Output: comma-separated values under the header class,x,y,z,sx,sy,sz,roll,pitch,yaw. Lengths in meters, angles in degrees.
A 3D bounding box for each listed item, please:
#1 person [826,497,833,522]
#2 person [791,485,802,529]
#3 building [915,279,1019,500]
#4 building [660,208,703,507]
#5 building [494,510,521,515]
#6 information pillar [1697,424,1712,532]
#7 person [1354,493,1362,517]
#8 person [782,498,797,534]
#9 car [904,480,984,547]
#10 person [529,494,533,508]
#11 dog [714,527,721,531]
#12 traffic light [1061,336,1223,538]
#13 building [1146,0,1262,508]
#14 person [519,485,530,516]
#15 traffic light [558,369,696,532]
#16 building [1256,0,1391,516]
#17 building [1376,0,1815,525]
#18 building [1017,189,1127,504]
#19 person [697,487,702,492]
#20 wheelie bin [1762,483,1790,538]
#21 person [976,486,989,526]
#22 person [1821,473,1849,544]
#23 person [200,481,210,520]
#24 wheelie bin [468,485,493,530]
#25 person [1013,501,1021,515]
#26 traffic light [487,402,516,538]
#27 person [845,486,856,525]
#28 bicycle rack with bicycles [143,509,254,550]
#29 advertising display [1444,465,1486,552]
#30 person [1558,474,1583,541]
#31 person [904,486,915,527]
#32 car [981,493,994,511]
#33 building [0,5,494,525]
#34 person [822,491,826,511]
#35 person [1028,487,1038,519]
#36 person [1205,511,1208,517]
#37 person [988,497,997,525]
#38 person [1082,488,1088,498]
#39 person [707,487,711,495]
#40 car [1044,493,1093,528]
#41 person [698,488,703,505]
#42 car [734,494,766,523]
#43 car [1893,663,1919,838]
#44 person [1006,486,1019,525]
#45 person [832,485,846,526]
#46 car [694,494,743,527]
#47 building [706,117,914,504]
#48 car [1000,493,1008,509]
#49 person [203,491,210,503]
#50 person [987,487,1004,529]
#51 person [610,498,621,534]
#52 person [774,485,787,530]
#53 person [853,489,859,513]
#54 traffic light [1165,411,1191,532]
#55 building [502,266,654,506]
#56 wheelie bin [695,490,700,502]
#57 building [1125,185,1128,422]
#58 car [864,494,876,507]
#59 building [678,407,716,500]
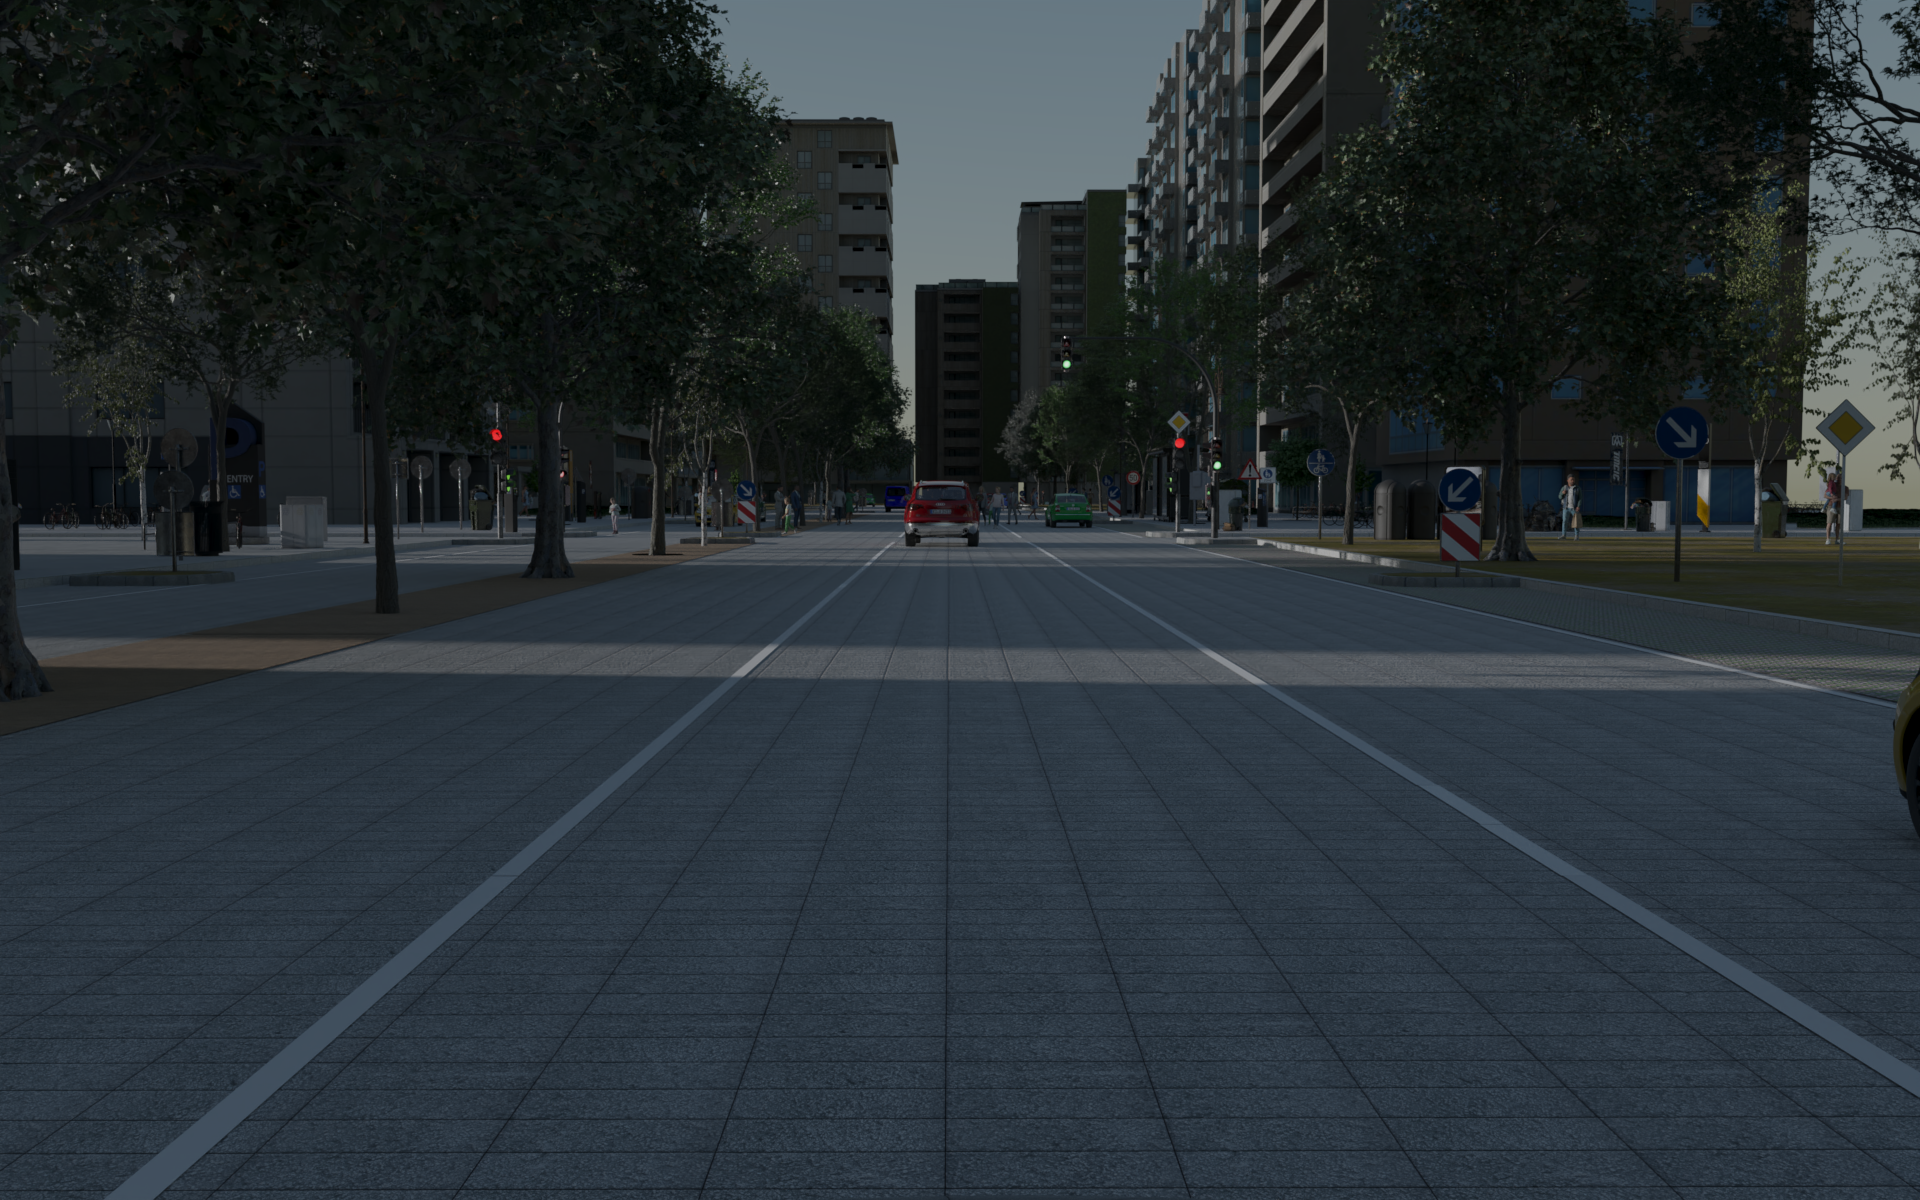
class,x,y,z,sx,sy,sz,roll,pitch,yaw
person,-6.742,-4.700,89.628,0.425,1.301,0.394,-1,4,-15
person,-6.708,-3.808,70.946,0.419,1.800,0.721,1,4,16
building,0.820,-28.380,235.716,14.107,30.474,14.160,0,4,0
building,-39.660,-29.959,181.706,23.993,40.220,32.217,0,4,0
building,-43.609,-25.693,111.958,32.217,40.220,23.993,0,4,0
information pillar,24.936,-4.076,58.001,0.183,3.616,0.504,-1,4,-21
person,19.353,-4.814,84.725,0.580,1.828,0.573,1,4,18
person,-6.091,-3.004,61.866,0.590,1.304,0.306,-1,4,-22
car,-0.472,-2.456,48.831,2.281,1.827,5.304,0,4,1
person,-26.803,-5.982,108.135,0.394,1.301,0.425,-2,4,-34
dog,-9.392,-3.130,68.017,0.513,0.831,0.800,3,5,43
traffic light,5.276,-4.611,50.057,4.771,5.953,1.251,0,4,0
building,31.459,-34.441,182.725,23.786,49.044,30.456,0,4,0
person,-24.923,-5.685,99.093,0.778,1.811,0.616,1,4,19
traffic light,-11.251,-5.103,58.103,4.771,5.953,1.251,0,4,0
building,31.292,-29.646,108.421,21.300,48.544,21.600,0,4,0
building,27.518,-26.107,76.965,14.200,45.320,14.600,0,4,0
building,14.921,-33.703,234.644,14.086,41.232,14.154,0,4,0
person,-19.952,-7.755,132.643,0.655,1.846,0.447,-2,4,-25
wheelie bin,23.712,-2.605,50.493,0.693,1.594,0.980,3,5,42
person,1.032,-4.163,76.747,0.709,1.800,0.728,2,4,25
person,22.349,-2.340,44.274,0.580,1.828,0.573,-2,4,-33
person,-26.215,-3.325,60.505,0.850,1.850,0.679,2,4,35
wheelie bin,-16.975,-3.267,61.323,0.693,1.594,0.980,-3,5,-44
person,3.867,-6.376,117.027,0.640,1.303,0.475,-2,4,-26
traffic light,-13.294,-3.740,50.070,0.839,4.253,0.868,0,4,0
person,-5.221,-4.441,81.355,0.529,1.795,0.600,-3,5,-43
bicycle rack with bicycles,-18.091,-1.700,41.173,2.852,0.926,2.925,-1,4,-14
advertising display,11.329,-2.061,38.914,0.123,1.923,0.974,-3,5,-44
person,16.697,-2.519,47.212,0.713,1.824,0.794,-3,5,-40
person,-2.127,-4.087,75.598,0.573,1.790,0.520,1,4,13
car,2.632,-8.616,149.905,2.155,1.783,4.494,0,4,1
building,-33.720,-39.301,80.826,20.563,71.187,20.611,0,4,0
person,-11.873,-8.656,150.811,0.721,1.735,1.217,0,4,2
person,4.097,-5.419,97.195,0.778,1.811,0.616,3,4,38
person,14.259,-5.593,97.769,0.850,1.792,0.678,0,4,-2
person,1.465,-4.050,78.964,0.590,1.304,0.306,2,4,33
person,7.611,-5.946,105.737,0.654,1.822,0.581,-2,4,-27
person,-13.664,-5.235,94.065,0.580,1.828,0.573,0,4,1
car,4.677,-4.039,74.836,1.959,1.807,4.718,0,4,-2
person,-14.156,-5.304,95.572,0.532,1.782,0.716,-1,4,-17
car,-10.915,-4.667,88.108,2.131,1.459,4.920,0,4,-1
car,4.667,0.289,5.506,2.015,1.641,3.980,0,4,-1
person,2.471,-4.436,81.303,0.678,1.792,0.850,2,4,28
person,-5.510,-4.322,79.015,0.661,1.843,0.795,-1,4,-20
car,-10.750,-4.102,77.297,2.015,1.641,3.980,0,4,1
building,-20.477,-39.914,241.838,27.495,52.752,28.713,0,4,0
car,3.986,-9.865,170.885,1.945,1.707,3.694,0,4,1
person,-24.054,-2.862,55.640,0.623,1.781,0.721,0,4,5
person,1.467,-3.811,71.487,0.731,1.740,0.598,0,4,4
person,-12.390,-3.021,62.169,0.425,1.301,0.394,0,4,2
person,-7.136,-3.686,68.945,0.466,1.800,0.511,1,4,8
person,-7.873,-7.474,130.552,0.795,1.843,0.661,1,4,20
traffic light,7.319,-4.237,58.196,0.839,4.253,0.868,0,4,0
building,-37.506,-31.773,143.196,21.300,48.544,21.600,0,4,0
wheelie bin,-19.074,-7.293,127.147,0.693,1.594,0.980,1,4,12
building,37.812,-37.881,238.967,30.456,49.044,23.786,0,4,0
car,-10.443,-11.353,194.410,1.959,1.807,4.718,0,4,-2
building,-48.665,-24.240,241.366,28.899,21.520,27.650,0,4,0
